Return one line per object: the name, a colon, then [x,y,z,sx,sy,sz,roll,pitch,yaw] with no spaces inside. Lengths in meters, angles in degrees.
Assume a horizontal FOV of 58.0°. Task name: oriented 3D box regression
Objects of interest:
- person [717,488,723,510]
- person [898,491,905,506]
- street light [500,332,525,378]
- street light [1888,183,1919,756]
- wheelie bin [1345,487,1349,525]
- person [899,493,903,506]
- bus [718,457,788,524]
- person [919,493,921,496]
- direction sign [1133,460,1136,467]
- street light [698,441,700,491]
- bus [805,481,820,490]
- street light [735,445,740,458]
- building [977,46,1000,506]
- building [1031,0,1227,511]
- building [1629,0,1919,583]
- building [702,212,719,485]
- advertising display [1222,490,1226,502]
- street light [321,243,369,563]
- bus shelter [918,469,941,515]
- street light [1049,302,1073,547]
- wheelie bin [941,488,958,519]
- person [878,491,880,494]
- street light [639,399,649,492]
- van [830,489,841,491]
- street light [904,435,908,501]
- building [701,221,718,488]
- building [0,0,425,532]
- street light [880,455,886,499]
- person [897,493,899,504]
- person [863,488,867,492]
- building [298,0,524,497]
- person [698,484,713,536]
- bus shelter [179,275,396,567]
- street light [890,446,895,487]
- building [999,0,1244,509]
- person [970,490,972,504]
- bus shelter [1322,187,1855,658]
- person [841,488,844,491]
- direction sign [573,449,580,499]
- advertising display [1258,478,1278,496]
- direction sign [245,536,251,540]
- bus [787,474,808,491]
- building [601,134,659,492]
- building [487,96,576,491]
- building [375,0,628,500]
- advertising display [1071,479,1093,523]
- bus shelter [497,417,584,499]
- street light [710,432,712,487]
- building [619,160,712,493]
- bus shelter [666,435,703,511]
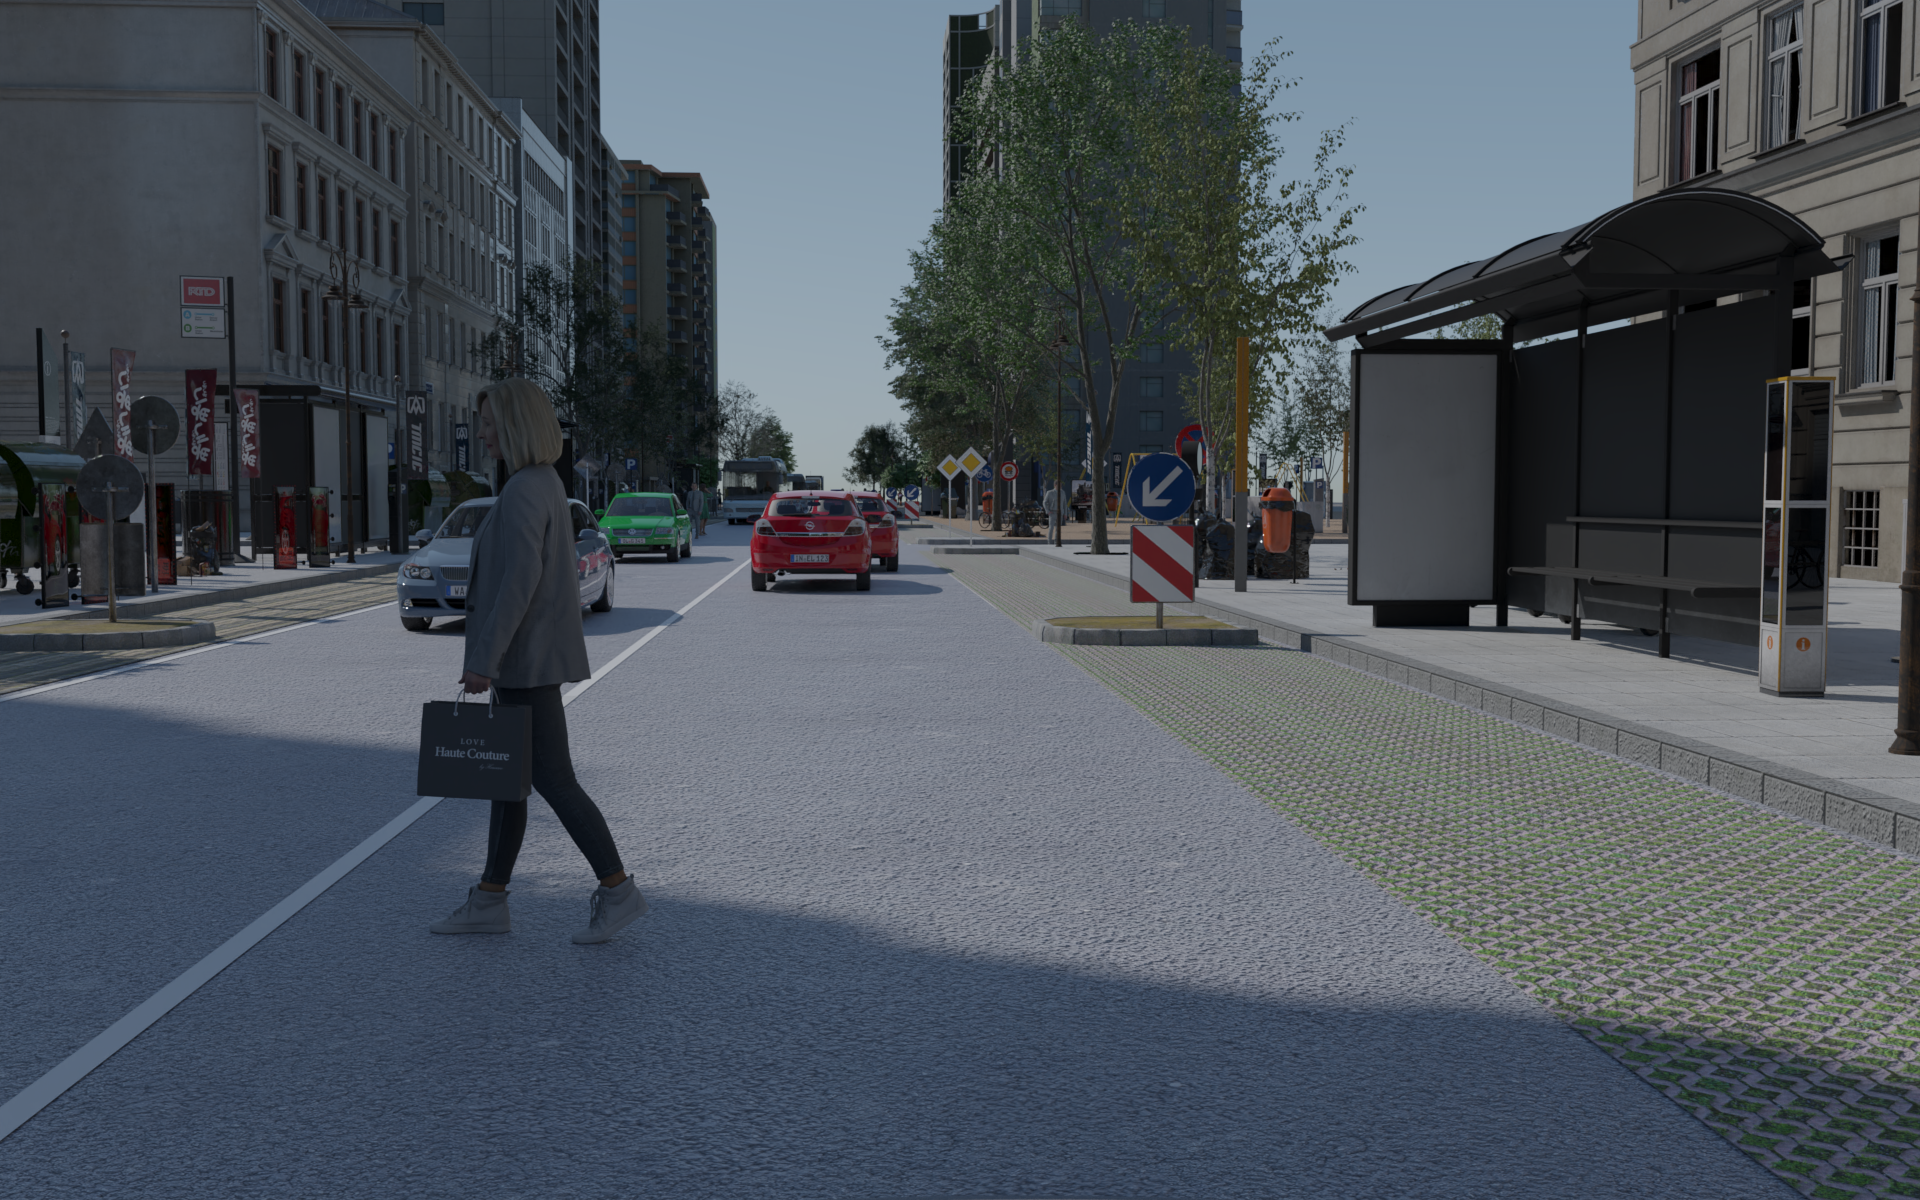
person: [-19.153,-8.042,138.312,1.217,1.735,0.721,3,5,40]
person: [-6.464,-11.252,189.972,0.705,1.831,1.348,2,4,27]
street light: [-12.749,-4.690,49.466,0.468,5.910,1.993,0,4,-4]
street light: [4.694,-2.178,8.391,0.468,5.910,1.993,0,4,-4]
wheelie bin: [7.782,-1.537,33.037,0.693,1.594,0.980,-2,4,-26]
person: [-6.331,-10.766,185.293,0.421,1.427,0.697,0,4,8]
bus: [-9.917,-5.484,84.527,2.948,3.499,13.247,0,4,-4]
person: [-3.696,-10.364,175.482,1.348,1.826,0.705,-3,4,-38]
direction sign: [11.477,-7.474,114.189,0.379,3.537,0.876,1,4,18]
street light: [-17.340,-8.704,115.092,0.468,5.910,1.993,0,4,-4]
bus: [-20.566,-14.695,235.128,2.948,3.499,13.247,0,4,-6]
street light: [-20.416,-11.367,158.643,0.468,5.910,1.993,0,4,-4]
building: [13.249,-34.133,181.774,21.300,48.544,21.600,0,4,-4]
building: [12.341,-27.593,134.742,14.154,41.232,14.086,0,4,-4]
building: [21.113,-11.376,19.277,16.112,22.955,30.059,0,4,-4]
building: [-44.623,-37.662,265.877,14.600,45.320,14.200,0,4,-4]
advertising display: [18.452,-7.120,121.626,0.123,1.923,0.974,2,4,25]
street light: [-11.340,-3.627,32.084,0.468,5.910,1.993,0,4,-4]
bus shelter: [-1.398,-6.665,102.891,2.014,3.302,5.546,0,4,-4]
street light: [2.393,-4.220,41.779,0.468,5.910,1.993,0,4,-4]
wheelie bin: [-0.575,-5.014,89.893,0.980,1.594,0.693,-2,4,-34]
person: [-10.592,-13.633,229.665,0.721,1.743,1.217,-1,4,-15]
street light: [-15.115,-6.708,82.462,0.468,5.910,1.993,0,4,-4]
van: [-15.885,-13.390,223.310,2.240,2.365,5.245,0,4,-5]
street light: [-4.182,-9.941,135.320,0.468,5.910,1.993,0,4,-4]
building: [-42.994,-34.752,251.781,14.154,41.232,14.086,0,4,-4]
building: [-28.920,-14.107,66.813,11.583,22.565,21.152,0,4,-4]
street light: [-8.831,-13.949,200.854,0.468,5.910,1.993,0,4,-4]
person: [-6.865,-11.530,195.478,0.541,1.710,0.530,2,4,35]
person: [-6.144,-6.439,113.873,0.679,1.850,0.850,-3,4,-37]
building: [-31.096,-17.917,90.202,12.463,27.353,25.104,0,4,-4]
person: [-8.911,-3.135,60.005,0.600,1.795,0.529,2,4,33]
bus shelter: [-13.410,-3.487,34.638,2.179,5.291,8.768,0,4,-4]
street light: [-6.542,-11.954,168.229,0.468,5.910,1.993,0,4,-4]
building: [14.064,-37.570,156.271,21.231,58.520,28.212,0,4,-4]
person: [1.447,-12.858,217.183,0.541,1.710,0.530,1,4,22]
bus shelter: [4.722,-1.241,14.222,2.014,3.302,5.546,0,4,-4]
person: [-7.314,-6.134,108.967,0.709,1.800,0.728,1,4,10]
direction sign: [-19.277,-5.781,86.523,0.876,3.537,0.379,-3,5,-39]
advertising display: [12.664,-4.039,71.253,0.123,1.923,0.974,-3,4,-36]
direction sign: [-19.743,-3.440,48.235,0.876,3.537,0.379,3,4,38]
bus: [-14.749,-9.548,150.962,2.948,3.499,13.247,0,4,-5]
building: [-47.200,-29.549,175.000,32.217,40.220,23.993,0,4,-4]
building: [-32.752,-18.040,112.972,12.078,24.808,19.932,0,4,-4]
building: [-40.310,-43.668,152.223,20.563,71.187,20.611,0,4,-4]
advertising display: [5.351,-4.320,75.840,0.974,1.923,0.123,0,4,8]
bus shelter: [-13.298,-3.909,55.190,1.731,3.624,6.357,0,4,-4]
street light: [-18.126,-9.372,126.017,0.468,5.910,1.993,0,4,-4]
building: [-44.594,-35.144,229.224,22.147,44.769,28.867,0,4,-4]
bus shelter: [-19.231,-8.707,119.997,2.179,5.291,8.768,0,4,-4]
